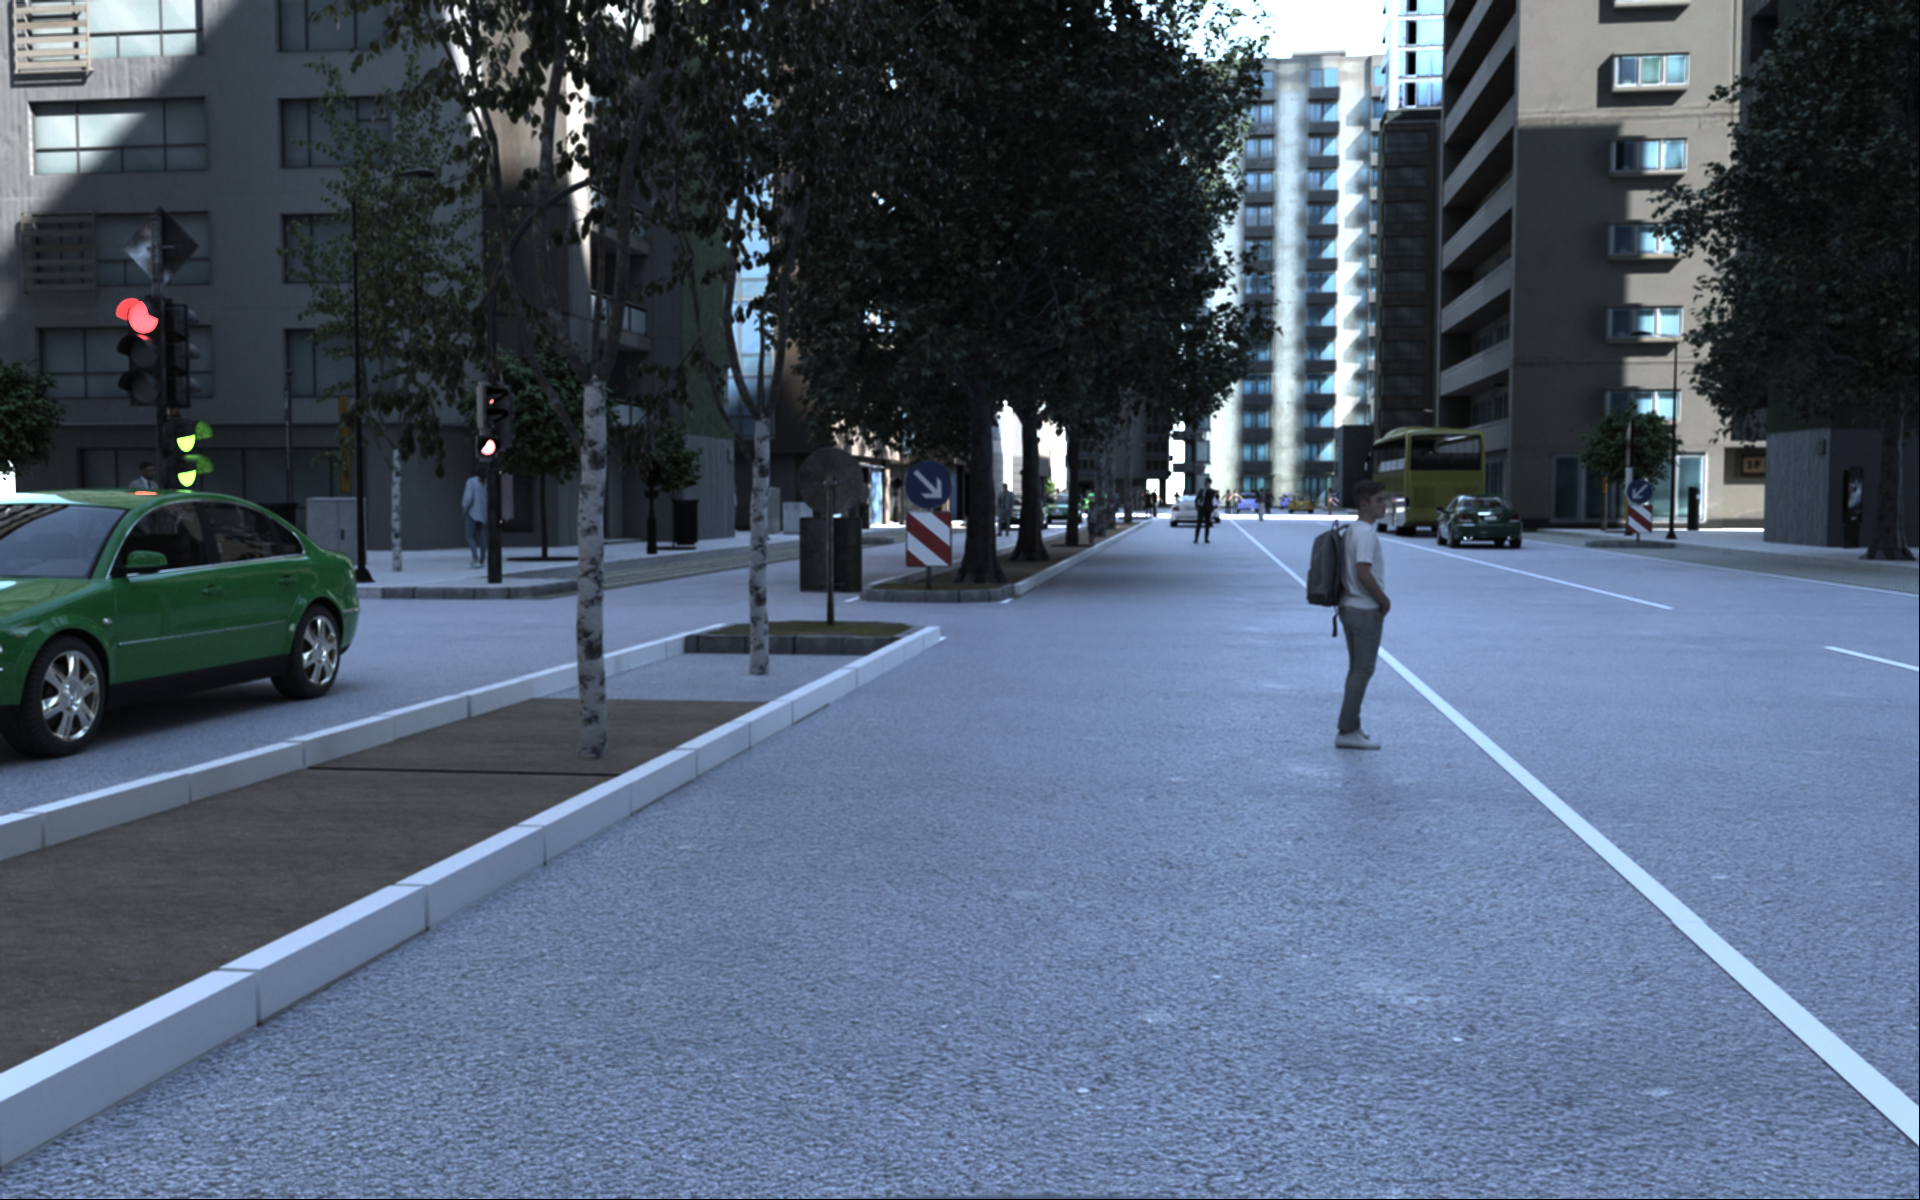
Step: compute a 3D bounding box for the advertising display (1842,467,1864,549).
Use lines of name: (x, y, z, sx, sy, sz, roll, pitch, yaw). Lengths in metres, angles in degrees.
advertising display: (21.090, -2.184, 40.929, 0.974, 1.923, 0.123, -3, 5, -44)

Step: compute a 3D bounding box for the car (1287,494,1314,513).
car: (25.608, -7.331, 130.078, 2.015, 1.641, 3.980, 0, 4, 8)

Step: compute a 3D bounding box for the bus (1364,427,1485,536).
bus: (16.612, -4.334, 62.407, 2.896, 3.916, 12.252, 0, 4, 8)

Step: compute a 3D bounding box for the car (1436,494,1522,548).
car: (14.163, -2.173, 47.331, 2.131, 1.459, 4.920, 1, 4, 9)

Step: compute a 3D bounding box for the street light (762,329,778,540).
street light: (-4.901, -4.599, 47.729, 1.470, 5.913, 1.316, 0, 4, 8)

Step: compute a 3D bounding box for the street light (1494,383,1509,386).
street light: (23.099, -6.131, 72.779, 1.470, 5.913, 1.316, 0, 4, 8)

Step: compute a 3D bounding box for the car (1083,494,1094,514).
car: (9.928, -7.120, 125.201, 1.959, 1.807, 4.718, 0, 4, 7)

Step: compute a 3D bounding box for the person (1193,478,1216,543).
person: (7.192, -2.629, 50.853, 0.648, 1.900, 0.474, 1, 4, 10)

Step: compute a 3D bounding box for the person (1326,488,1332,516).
person: (24.441, -6.489, 114.601, 0.705, 1.824, 1.348, 0, 4, 1)

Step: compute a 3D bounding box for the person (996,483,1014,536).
person: (1.536, -3.089, 59.104, 0.635, 1.810, 0.391, 1, 4, 16)

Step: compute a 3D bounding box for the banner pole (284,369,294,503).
banner pole: (-13.583, -2.755, 35.069, 0.401, 3.779, 0.863, -2, 4, -30)

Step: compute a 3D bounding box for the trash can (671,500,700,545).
trash can: (-6.942, -1.965, 43.774, 0.748, 1.137, 0.748, 0, 3, 0)

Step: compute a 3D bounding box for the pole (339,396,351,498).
pole: (-12.788, -2.581, 36.042, 0.158, 3.312, 0.155, 0, 3, 0)

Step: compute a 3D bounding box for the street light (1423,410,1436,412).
street light: (26.201, -7.526, 95.587, 1.470, 5.913, 1.316, 0, 4, 8)

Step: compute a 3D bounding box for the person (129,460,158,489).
person: (-12.359, -1.221, 26.278, 0.850, 1.792, 0.678, 1, 4, 19)

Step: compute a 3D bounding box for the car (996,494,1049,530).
car: (2.591, -3.597, 70.606, 2.131, 1.459, 4.920, 0, 4, 6)

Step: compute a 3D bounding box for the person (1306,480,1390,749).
person: (2.256, 0.079, 9.811, 0.523, 1.515, 0.503, -2, 4, -34)

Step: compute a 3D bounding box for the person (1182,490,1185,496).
person: (22.153, -9.979, 171.279, 0.705, 1.869, 1.348, 1, 4, 16)

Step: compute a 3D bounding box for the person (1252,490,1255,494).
person: (26.194, -8.951, 154.859, 0.705, 1.823, 1.348, 0, 4, 1)

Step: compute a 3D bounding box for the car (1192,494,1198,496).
car: (19.700, -7.987, 142.593, 2.014, 1.417, 4.499, 1, 4, 8)

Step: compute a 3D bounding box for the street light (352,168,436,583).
street light: (-8.170, -3.205, 24.944, 1.470, 5.913, 1.316, 0, 4, 8)

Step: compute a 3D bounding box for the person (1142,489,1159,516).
person: (11.134, -5.693, 102.290, 1.217, 1.735, 0.721, 0, 4, -2)

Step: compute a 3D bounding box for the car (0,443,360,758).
car: (-5.536, -0.129, 10.907, 1.959, 1.807, 4.718, 0, 4, 7)

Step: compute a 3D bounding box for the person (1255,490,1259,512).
person: (24.304, -8.123, 142.033, 0.721, 1.735, 1.217, 1, 4, 23)

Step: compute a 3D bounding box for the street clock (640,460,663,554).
street clock: (-6.601, -1.987, 37.063, 0.471, 2.002, 0.358, 0, 4, 0)

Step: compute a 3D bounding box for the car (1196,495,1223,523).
car: (12.237, -4.604, 87.642, 2.083, 1.381, 4.827, 1, 4, 8)

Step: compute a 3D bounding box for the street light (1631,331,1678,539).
street light: (19.792, -4.701, 49.399, 1.470, 5.913, 1.316, 0, 4, 8)

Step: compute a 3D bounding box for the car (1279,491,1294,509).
car: (31.155, -9.427, 163.728, 1.945, 1.707, 3.694, 0, 4, 7)

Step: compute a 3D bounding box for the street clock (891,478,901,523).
street clock: (-2.836, -4.424, 76.909, 0.358, 2.002, 0.471, 3, 5, 42)

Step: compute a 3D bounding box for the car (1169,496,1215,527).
car: (10.317, -3.957, 77.057, 2.083, 1.381, 4.827, 0, 4, 8)

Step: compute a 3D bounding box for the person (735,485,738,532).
person: (-7.754, -3.137, 59.151, 0.330, 1.601, 0.589, -1, 4, -20)

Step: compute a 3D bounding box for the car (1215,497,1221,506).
car: (15.743, -6.016, 110.935, 1.945, 1.354, 3.894, 0, 4, 7)

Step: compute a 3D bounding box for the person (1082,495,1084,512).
person: (9.797, -8.080, 141.053, 0.683, 1.767, 0.568, -1, 4, -18)

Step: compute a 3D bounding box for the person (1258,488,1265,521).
person: (15.992, -5.076, 92.035, 0.362, 1.759, 0.519, 2, 4, 26)

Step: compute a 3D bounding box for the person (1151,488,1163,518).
person: (11.958, -5.952, 105.832, 0.705, 1.822, 1.348, -2, 4, -25)

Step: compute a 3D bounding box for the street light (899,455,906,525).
street light: (-1.821, -5.998, 70.602, 1.470, 5.913, 1.316, 0, 4, 8)

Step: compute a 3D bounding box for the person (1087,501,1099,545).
person: (3.732, -2.169, 48.652, 0.332, 1.250, 0.352, 1, 4, 23)

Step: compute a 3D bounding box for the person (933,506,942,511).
person: (-0.964, -3.716, 68.614, 0.474, 1.900, 0.648, -2, 4, -31)

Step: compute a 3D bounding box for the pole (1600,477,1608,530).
pole: (22.778, -4.120, 61.203, 0.158, 3.312, 0.155, 0, 3, 0)

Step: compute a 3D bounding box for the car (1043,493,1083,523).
car: (4.970, -4.638, 84.631, 1.959, 1.807, 4.718, 1, 4, 9)

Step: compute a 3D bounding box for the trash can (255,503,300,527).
trash can: (-10.938, -0.980, 27.679, 0.748, 1.137, 0.748, 0, 3, 0)

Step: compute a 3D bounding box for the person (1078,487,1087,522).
person: (6.033, -4.819, 87.632, 0.721, 1.781, 0.623, 1, 4, 13)

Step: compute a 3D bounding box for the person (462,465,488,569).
person: (-8.344, -1.445, 29.940, 0.793, 1.790, 0.793, 0, 4, -3)

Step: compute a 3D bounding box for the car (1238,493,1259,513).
car: (22.470, -7.679, 135.150, 1.945, 1.707, 3.694, 1, 4, 9)

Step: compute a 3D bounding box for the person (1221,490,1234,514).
person: (19.019, -6.936, 122.618, 1.217, 1.736, 0.721, 2, 4, 34)

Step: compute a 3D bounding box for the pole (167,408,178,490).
pole: (-12.661, -2.081, 27.860, 0.158, 3.312, 0.155, 0, 3, 0)
